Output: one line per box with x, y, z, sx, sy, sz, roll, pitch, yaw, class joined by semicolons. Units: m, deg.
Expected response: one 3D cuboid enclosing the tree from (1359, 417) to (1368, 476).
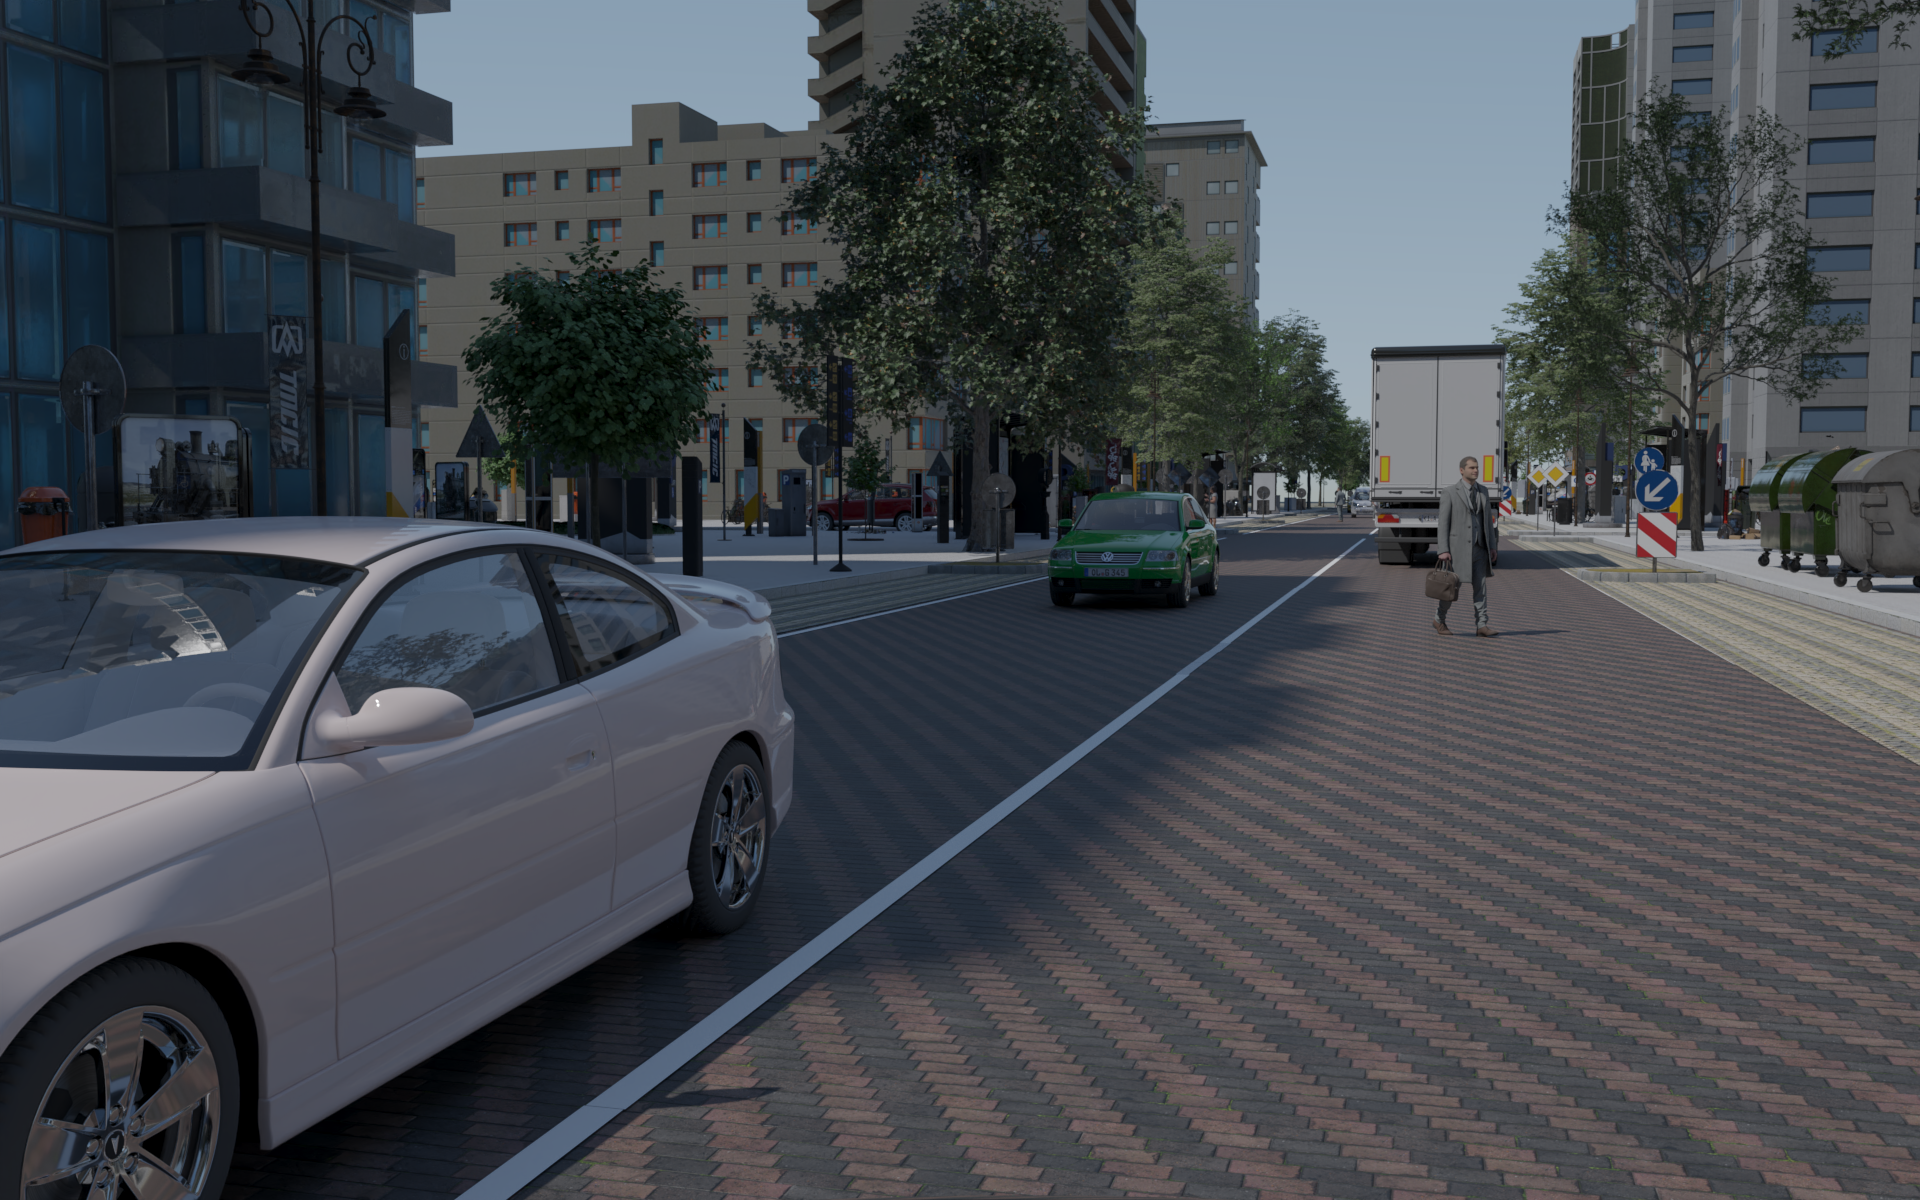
49.368;-18.798;225.468;7.486;12.596;7.792;0;3;0;tree

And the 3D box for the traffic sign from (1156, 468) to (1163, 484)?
9.918;-5.170;84.638;0.768;2.556;0.104;1;4;22;traffic sign

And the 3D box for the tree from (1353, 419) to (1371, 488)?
66.822;-23.455;290.146;9.857;13.997;8.962;0;3;0;tree

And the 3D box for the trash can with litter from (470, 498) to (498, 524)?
-11.654;-1.940;43.114;0.624;1.170;1.055;-3;4;-39;trash can with litter

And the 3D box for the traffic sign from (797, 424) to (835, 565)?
-2.619;-1.908;31.300;0.768;2.556;0.104;2;4;24;traffic sign

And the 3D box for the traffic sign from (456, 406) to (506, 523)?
-7.001;-1.545;25.257;0.884;2.594;0.081;1;4;22;traffic sign

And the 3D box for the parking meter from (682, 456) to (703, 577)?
-4.168;-1.301;26.977;0.255;1.863;0.399;0;4;4;parking meter

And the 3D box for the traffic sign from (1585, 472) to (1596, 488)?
36.651;-6.157;100.771;0.768;2.556;0.104;1;4;18;traffic sign

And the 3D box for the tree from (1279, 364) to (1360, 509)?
30.043;-14.240;150.947;7.486;12.596;7.792;0;3;0;tree

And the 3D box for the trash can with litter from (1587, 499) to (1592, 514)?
40.327;-6.096;111.057;1.055;1.170;0.624;2;4;27;trash can with litter

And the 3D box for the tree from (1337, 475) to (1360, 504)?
52.260;-15.258;233.176;4.285;4.588;4.351;0;3;0;tree

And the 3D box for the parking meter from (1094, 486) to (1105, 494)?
4.452;-2.879;55.484;0.372;1.533;0.369;0;3;0;parking meter

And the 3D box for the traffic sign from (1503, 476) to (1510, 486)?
39.131;-7.616;124.624;0.768;2.556;0.104;2;4;24;traffic sign

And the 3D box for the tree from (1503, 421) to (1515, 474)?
47.445;-12.261;150.828;4.360;8.622;3.978;0;3;0;tree

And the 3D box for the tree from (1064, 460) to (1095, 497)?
6.709;-6.168;95.444;1.663;3.219;1.824;0;3;0;tree

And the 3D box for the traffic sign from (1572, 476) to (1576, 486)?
34.996;-5.881;98.287;0.606;2.300;0.079;1;4;22;traffic sign

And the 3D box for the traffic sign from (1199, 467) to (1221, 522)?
9.103;-3.642;63.181;0.795;2.450;0.064;1;4;15;traffic sign

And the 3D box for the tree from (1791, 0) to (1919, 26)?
9.123;-4.652;10.470;7.601;10.594;8.767;-3;5;-45;tree

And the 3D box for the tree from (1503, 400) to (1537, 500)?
42.994;-11.334;135.676;4.737;8.622;4.395;0;3;0;tree

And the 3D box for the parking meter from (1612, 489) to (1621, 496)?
30.346;-4.385;80.113;0.372;1.533;0.369;0;3;0;parking meter

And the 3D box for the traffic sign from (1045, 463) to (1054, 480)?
3.051;-3.913;63.975;0.884;2.594;0.081;2;4;24;traffic sign

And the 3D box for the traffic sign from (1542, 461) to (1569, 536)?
18.037;-2.989;52.508;0.795;2.450;0.064;1;4;15;traffic sign

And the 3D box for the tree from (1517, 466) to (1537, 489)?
39.396;-7.732;121.019;1.663;3.219;1.824;0;3;0;tree

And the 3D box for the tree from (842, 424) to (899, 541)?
-2.482;-3.250;47.739;1.663;3.219;1.824;0;3;0;tree

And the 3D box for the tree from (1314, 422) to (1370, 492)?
46.273;-16.913;210.947;7.601;10.594;8.767;-2;4;-35;tree

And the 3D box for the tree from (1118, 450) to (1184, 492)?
13.108;-8.703;126.008;4.285;4.588;4.351;0;3;0;tree

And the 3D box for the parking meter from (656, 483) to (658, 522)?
-13.872;-4.562;80.295;0.399;1.863;0.255;2;4;31;parking meter

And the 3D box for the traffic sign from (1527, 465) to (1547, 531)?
20.105;-3.461;60.222;0.795;2.450;0.064;1;4;15;traffic sign

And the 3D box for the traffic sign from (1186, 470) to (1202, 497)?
12.069;-5.471;89.456;0.884;2.594;0.081;2;4;25;traffic sign

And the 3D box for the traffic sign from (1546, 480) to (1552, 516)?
34.319;-6.131;100.340;0.768;2.556;0.104;1;4;21;traffic sign

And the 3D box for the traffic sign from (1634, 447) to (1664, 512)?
18.783;-2.885;47.274;0.768;2.556;0.104;1;4;17;traffic sign

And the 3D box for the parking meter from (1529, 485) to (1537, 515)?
35.185;-6.157;106.384;0.399;1.863;0.255;2;4;24;parking meter

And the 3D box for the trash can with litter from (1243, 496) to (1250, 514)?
18.378;-6.175;112.347;0.624;1.170;1.055;2;4;29;trash can with litter

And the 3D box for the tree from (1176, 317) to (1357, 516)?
16.644;-10.842;103.016;9.928;11.665;9.643;0;3;0;tree

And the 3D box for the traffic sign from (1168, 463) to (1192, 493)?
7.035;-3.170;55.467;0.795;2.450;0.064;1;4;15;traffic sign

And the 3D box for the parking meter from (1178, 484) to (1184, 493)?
11.772;-5.260;91.710;0.255;1.863;0.399;-3;5;-45;parking meter

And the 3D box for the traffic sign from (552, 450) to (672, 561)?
-5.466;-2.010;26.735;2.265;3.308;0.079;1;4;20;traffic sign

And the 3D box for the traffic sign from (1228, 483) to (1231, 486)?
17.512;-7.030;114.945;0.884;2.594;0.081;1;4;16;traffic sign

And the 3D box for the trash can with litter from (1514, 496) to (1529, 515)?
35.242;-5.930;108.345;1.055;1.170;0.624;0;4;1;trash can with litter

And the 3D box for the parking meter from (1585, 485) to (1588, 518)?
33.147;-5.284;92.110;0.399;1.863;0.255;-1;4;-11;parking meter

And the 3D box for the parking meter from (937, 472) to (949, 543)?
-0.442;-2.415;45.192;0.255;1.863;0.399;-1;4;-14;parking meter

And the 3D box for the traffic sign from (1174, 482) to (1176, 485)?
11.959;-5.939;97.203;0.768;2.556;0.104;1;4;19;traffic sign

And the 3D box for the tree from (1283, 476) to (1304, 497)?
27.270;-9.064;142.798;1.663;3.219;1.824;0;3;0;tree

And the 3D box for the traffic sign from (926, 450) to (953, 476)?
-0.602;-3.153;51.555;0.884;2.594;0.081;1;4;22;traffic sign

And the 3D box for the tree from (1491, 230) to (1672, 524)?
26.515;-9.587;74.870;7.486;12.596;7.792;0;3;0;tree

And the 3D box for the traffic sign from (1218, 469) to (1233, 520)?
13.361;-5.331;87.269;0.768;2.556;0.104;1;4;21;traffic sign

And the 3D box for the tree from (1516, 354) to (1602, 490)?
30.318;-8.385;87.465;4.360;8.622;3.978;0;3;0;tree

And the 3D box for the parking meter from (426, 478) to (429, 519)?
-16.863;-2.970;54.264;0.399;1.863;0.255;-1;4;-22;parking meter

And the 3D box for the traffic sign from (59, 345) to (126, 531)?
-7.419;-0.898;14.794;0.768;2.556;0.104;1;4;23;traffic sign

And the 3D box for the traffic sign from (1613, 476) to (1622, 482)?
36.024;-5.687;95.115;0.606;2.300;0.079;1;4;15;traffic sign

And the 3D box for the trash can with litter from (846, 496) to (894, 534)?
-2.943;-2.773;56.398;1.678;1.210;2.233;-1;4;-12;trash can with litter
